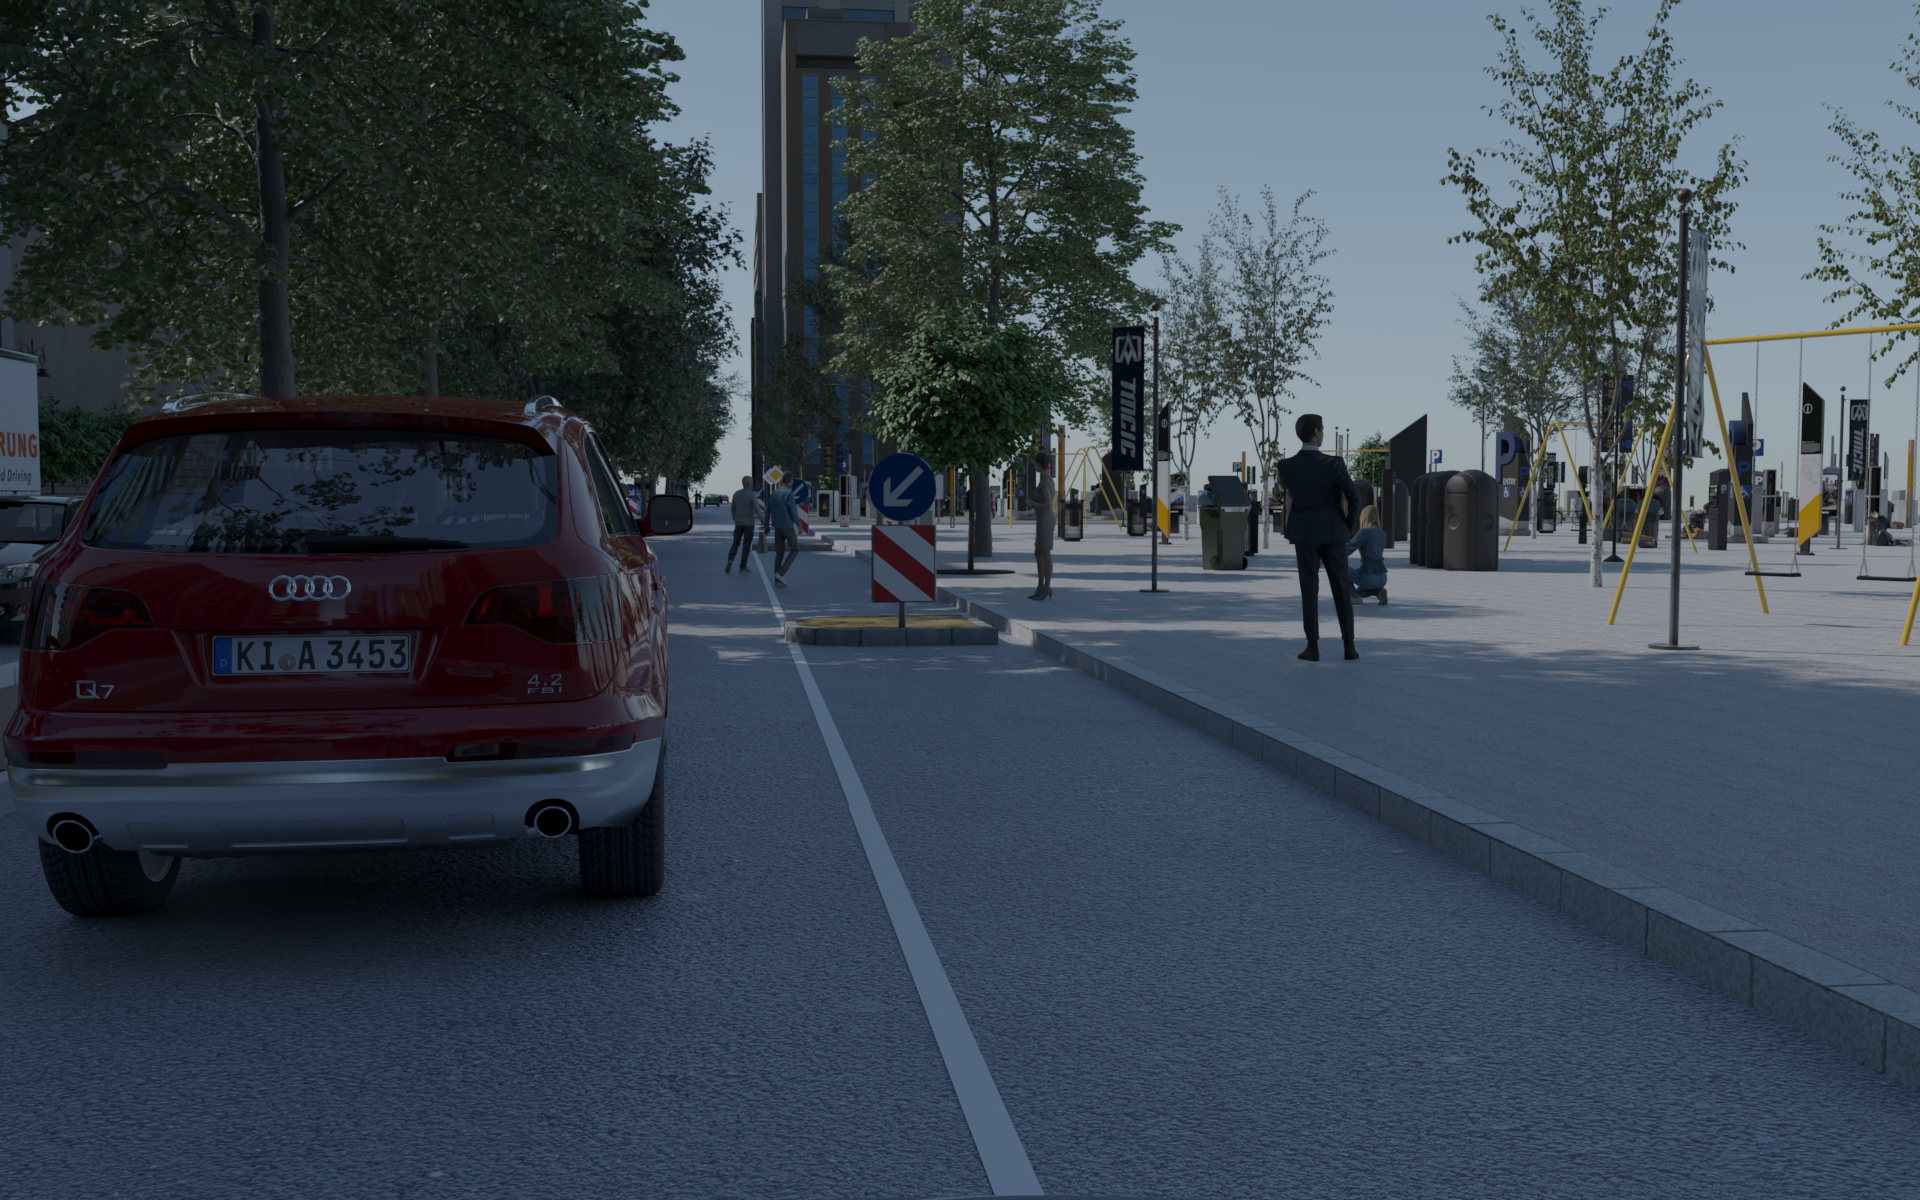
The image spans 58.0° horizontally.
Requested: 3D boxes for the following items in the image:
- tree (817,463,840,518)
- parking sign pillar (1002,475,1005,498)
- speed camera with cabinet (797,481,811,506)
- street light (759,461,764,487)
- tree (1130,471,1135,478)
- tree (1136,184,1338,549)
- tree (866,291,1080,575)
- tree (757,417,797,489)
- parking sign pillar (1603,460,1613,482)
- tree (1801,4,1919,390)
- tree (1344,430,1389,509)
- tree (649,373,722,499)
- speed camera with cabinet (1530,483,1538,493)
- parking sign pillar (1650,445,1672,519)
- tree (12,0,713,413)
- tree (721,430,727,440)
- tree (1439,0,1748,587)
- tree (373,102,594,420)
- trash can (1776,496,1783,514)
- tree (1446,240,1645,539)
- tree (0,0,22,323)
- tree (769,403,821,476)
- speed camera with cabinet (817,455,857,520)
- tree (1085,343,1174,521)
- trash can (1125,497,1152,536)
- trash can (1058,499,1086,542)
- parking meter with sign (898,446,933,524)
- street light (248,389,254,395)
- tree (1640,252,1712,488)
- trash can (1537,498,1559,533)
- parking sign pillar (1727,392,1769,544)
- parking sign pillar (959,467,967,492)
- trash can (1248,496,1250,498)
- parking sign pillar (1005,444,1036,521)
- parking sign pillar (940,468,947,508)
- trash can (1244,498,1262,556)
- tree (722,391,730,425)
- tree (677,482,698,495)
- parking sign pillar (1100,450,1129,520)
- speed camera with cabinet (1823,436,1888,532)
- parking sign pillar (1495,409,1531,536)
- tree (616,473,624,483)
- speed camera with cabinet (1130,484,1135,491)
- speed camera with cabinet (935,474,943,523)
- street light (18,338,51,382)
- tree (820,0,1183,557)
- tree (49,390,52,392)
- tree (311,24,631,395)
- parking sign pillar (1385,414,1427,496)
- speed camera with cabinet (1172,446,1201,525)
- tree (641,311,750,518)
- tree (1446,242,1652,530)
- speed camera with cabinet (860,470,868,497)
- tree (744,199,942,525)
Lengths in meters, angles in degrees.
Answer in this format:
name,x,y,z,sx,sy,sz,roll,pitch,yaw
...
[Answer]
name,x,y,z,sx,sy,sz,roll,pitch,yaw
tree,-7.086,-6.082,94.042,1.663,3.219,1.824,0,3,0
parking sign pillar,3.914,-9.099,137.232,1.447,3.967,1.447,3,5,42
speed camera with cabinet,-11.470,-7.835,122.433,0.660,3.252,2.038,3,5,42
street light,-26.185,-15.576,227.454,0.468,5.910,1.993,0,4,-8
tree,6.316,-5.980,48.136,4.360,8.622,3.978,0,3,0
tree,6.955,-5.506,40.386,4.360,8.622,3.978,0,3,0
tree,0.216,-2.709,28.005,4.285,4.588,4.351,0,3,0
tree,-15.916,-12.369,152.590,4.737,8.622,4.395,0,3,0
parking sign pillar,51.660,-9.209,139.046,1.447,3.967,1.447,0,4,5
tree,14.884,-4.584,25.304,4.737,8.622,4.395,0,3,0
tree,21.372,-6.402,88.394,4.285,4.588,4.351,0,3,0
tree,-19.083,-10.697,111.773,8.767,10.594,7.601,0,4,-8
speed camera with cabinet,44.757,-8.622,135.306,2.038,3.252,0.660,-1,4,-21
parking sign pillar,36.478,-6.220,90.162,1.447,3.967,1.447,-3,4,-38
tree,-7.353,-6.319,23.907,7.486,12.596,7.792,0,3,0
tree,-20.004,-12.153,119.286,7.486,12.596,7.792,0,3,0
tree,8.677,-4.471,23.466,4.737,8.622,4.395,0,3,0
tree,-8.562,-4.766,30.748,4.360,8.622,3.978,0,3,0
trash can,50.122,-5.795,106.406,0.748,1.137,0.748,0,3,0
tree,16.263,-6.062,49.479,4.360,8.622,3.978,0,3,0
tree,-6.530,-5.859,16.378,7.486,12.596,7.792,0,3,0
tree,-14.241,-11.952,145.770,4.360,8.622,3.978,0,3,0
speed camera with cabinet,-6.187,-5.657,86.823,2.038,3.252,0.660,2,4,29
tree,8.106,-8.105,82.872,4.737,8.622,4.395,0,3,0
trash can,5.370,-2.502,52.561,0.748,1.137,0.748,0,3,0
trash can,3.032,-2.153,46.856,0.748,1.137,0.748,0,3,0
parking meter with sign,-1.184,-3.147,47.722,0.543,3.016,1.738,-1,4,-20
street light,-30.336,-6.222,74.517,0.468,5.910,1.993,0,4,-8
tree,20.796,-6.273,52.929,4.360,8.622,3.978,0,3,0
trash can,19.155,-2.746,56.547,0.748,1.137,0.748,0,3,0
parking sign pillar,20.410,-3.475,45.283,1.447,3.967,1.447,1,4,17
parking sign pillar,0.246,-10.110,153.777,1.447,3.967,1.447,-1,4,-12
trash can,18.198,-6.033,110.297,0.748,1.137,0.748,0,3,0
parking sign pillar,3.268,-5.871,84.470,1.447,3.967,1.447,2,4,27
parking sign pillar,-1.248,-7.881,117.334,1.447,3.967,1.447,1,4,17
trash can,5.871,-1.479,35.831,0.748,1.137,0.748,0,3,0
tree,-9.807,-10.512,106.283,7.601,10.594,8.767,0,4,3
tree,-24.242,-12.012,149.220,4.360,8.622,3.978,0,3,0
parking sign pillar,7.741,-5.991,86.419,1.447,3.967,1.447,2,4,27
speed camera with cabinet,30.244,-3.932,58.629,2.038,3.252,0.660,1,4,21
parking sign pillar,17.067,-3.977,53.499,1.447,3.967,1.447,-1,4,-14
tree,-10.689,-5.734,46.564,4.360,8.622,3.978,0,3,0
speed camera with cabinet,13.983,-9.393,147.914,2.038,3.252,0.660,-2,4,-27
speed camera with cabinet,-1.730,-5.105,77.794,2.038,3.252,0.660,3,4,36
street light,-27.394,-4.802,51.302,0.468,5.910,1.993,0,4,-8
tree,0.844,-7.163,35.245,7.486,12.596,7.792,0,3,0
tree,-28.640,-4.338,54.639,4.285,4.588,4.351,0,3,0
tree,-9.660,-7.338,39.442,9.611,12.733,9.660,0,3,0
parking sign pillar,14.935,-4.254,58.027,1.447,3.967,1.447,-1,4,-9
speed camera with cabinet,9.828,-4.731,71.695,2.038,3.252,0.660,0,4,-3
tree,-15.472,-10.484,84.237,12.009,13.543,11.850,0,3,0
tree,21.207,-7.814,62.166,7.601,10.594,8.767,-1,4,-9
speed camera with cabinet,-7.085,-8.985,141.240,2.038,3.252,0.660,0,4,6
tree,-2.914,-7.410,55.560,7.601,10.594,8.767,0,4,-8
